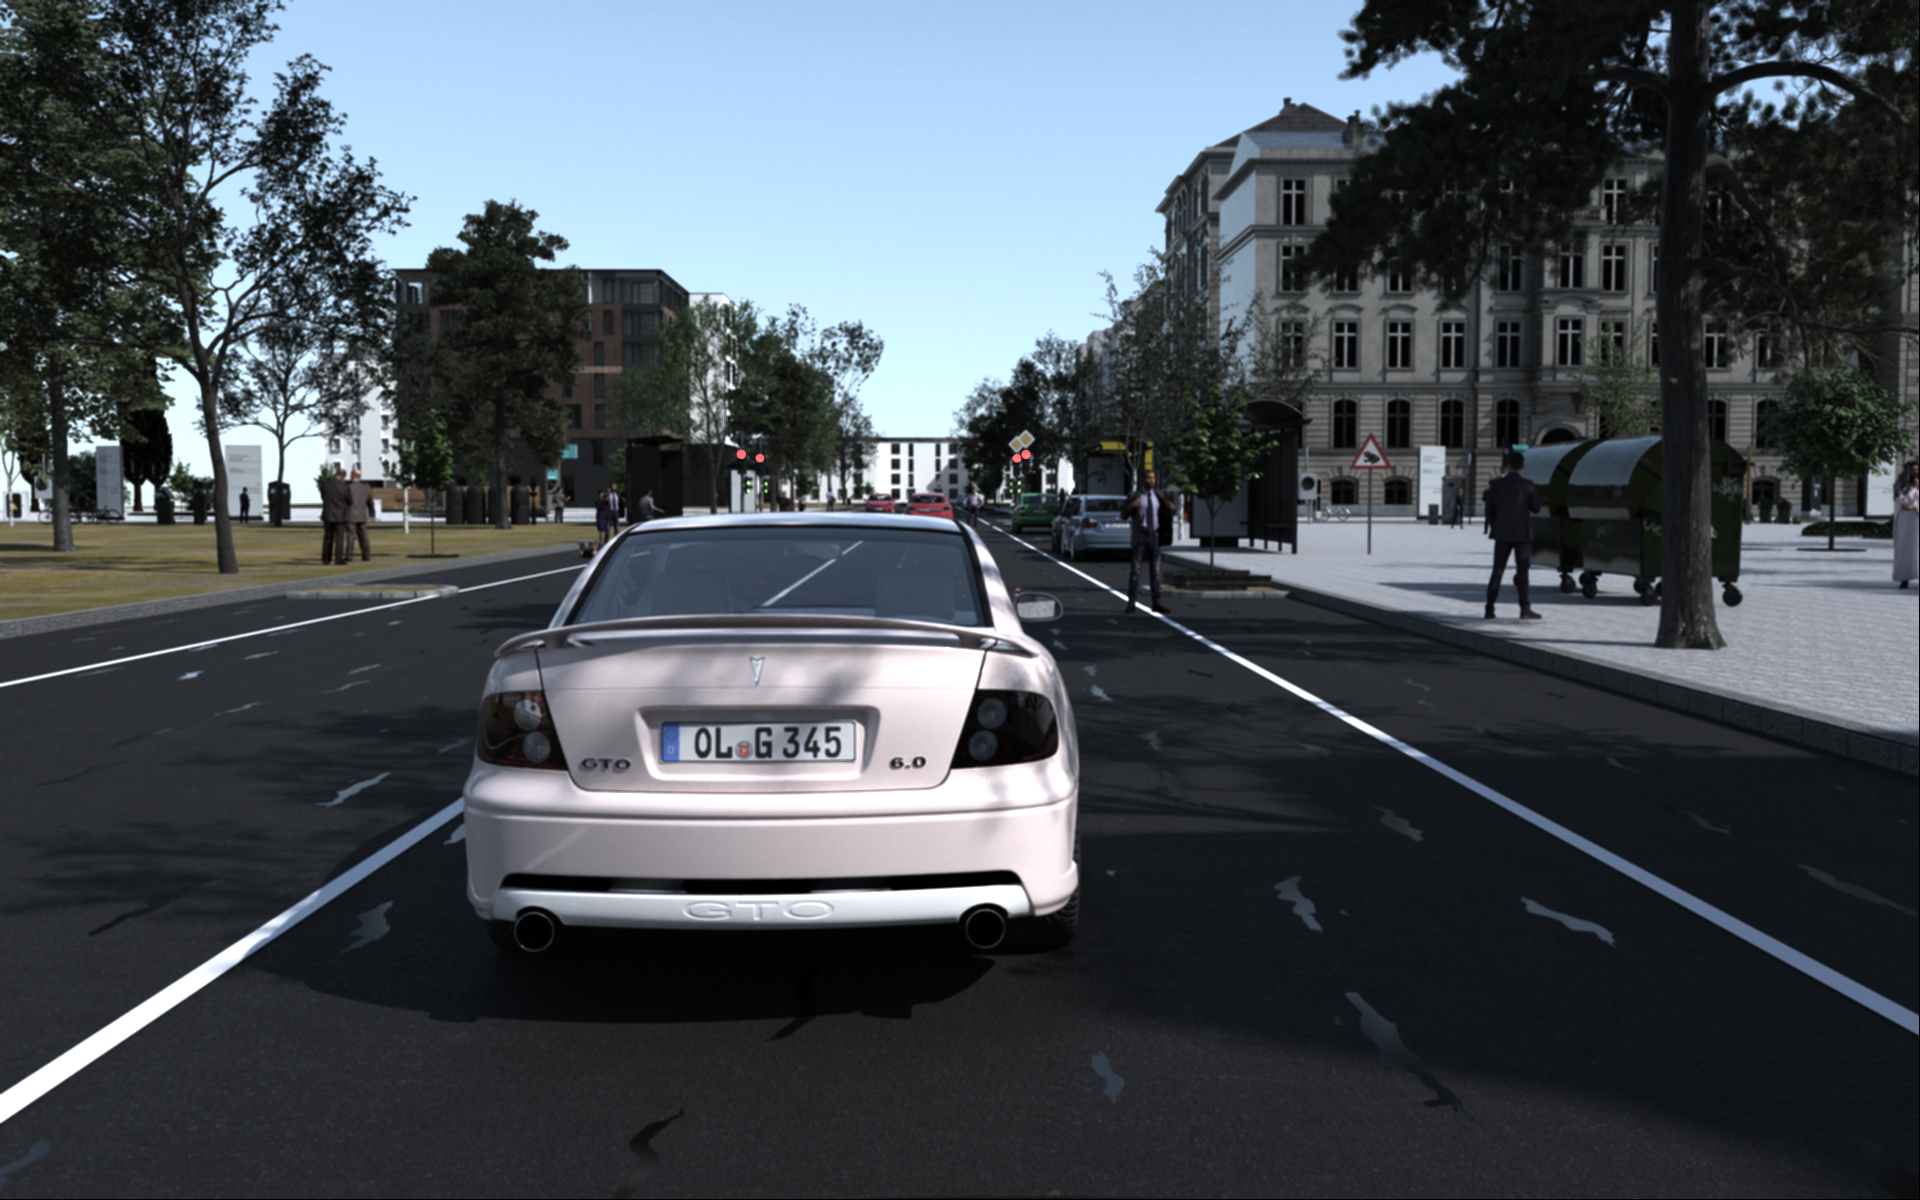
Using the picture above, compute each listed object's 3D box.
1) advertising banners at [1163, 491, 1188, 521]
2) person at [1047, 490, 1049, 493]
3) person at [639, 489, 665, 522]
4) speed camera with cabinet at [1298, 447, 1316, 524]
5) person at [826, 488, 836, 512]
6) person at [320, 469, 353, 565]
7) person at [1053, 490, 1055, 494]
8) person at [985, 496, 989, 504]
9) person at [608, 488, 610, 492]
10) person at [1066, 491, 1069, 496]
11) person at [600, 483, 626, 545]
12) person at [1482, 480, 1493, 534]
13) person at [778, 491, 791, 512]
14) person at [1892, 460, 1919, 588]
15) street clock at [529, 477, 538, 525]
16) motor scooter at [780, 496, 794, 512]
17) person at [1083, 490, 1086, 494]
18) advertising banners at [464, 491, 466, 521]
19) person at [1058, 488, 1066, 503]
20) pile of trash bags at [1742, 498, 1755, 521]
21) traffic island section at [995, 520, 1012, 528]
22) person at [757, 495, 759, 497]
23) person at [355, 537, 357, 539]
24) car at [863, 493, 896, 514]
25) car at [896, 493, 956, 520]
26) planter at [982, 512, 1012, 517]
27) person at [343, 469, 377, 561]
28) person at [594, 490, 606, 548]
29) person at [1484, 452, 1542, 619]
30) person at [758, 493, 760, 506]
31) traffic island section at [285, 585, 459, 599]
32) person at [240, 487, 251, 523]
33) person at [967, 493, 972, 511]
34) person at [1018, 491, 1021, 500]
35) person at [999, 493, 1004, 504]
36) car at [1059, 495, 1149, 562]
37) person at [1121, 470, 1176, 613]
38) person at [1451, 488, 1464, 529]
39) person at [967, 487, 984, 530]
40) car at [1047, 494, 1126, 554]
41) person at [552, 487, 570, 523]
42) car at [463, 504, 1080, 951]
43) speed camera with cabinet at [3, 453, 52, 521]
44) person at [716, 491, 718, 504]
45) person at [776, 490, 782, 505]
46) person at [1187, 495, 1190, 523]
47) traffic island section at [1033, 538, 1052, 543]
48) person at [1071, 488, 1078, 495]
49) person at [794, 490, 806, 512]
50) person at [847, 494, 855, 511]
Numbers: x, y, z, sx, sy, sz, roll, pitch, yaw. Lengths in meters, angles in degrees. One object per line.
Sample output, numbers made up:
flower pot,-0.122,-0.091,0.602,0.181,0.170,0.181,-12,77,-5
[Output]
advertising banners,10.774,-5.334,83.394,2.074,3.025,0.090,1,4,22
person,9.485,-10.971,185.967,0.434,1.755,0.990,-1,4,-9
person,-8.845,-2.368,49.176,0.963,1.587,0.435,2,4,30
speed camera with cabinet,13.908,-4.801,72.835,2.038,3.252,0.660,0,4,1
person,-8.292,-6.311,111.554,0.709,1.838,0.599,-2,4,-34
person,-11.309,-1.510,31.426,0.565,1.739,0.600,-1,4,-22
person,12.649,-13.763,231.210,0.705,1.807,1.348,-1,4,-9
person,3.581,-13.504,227.357,0.617,1.759,0.750,-1,4,-10
person,-28.651,-8.234,141.119,0.568,1.767,0.683,0,4,-4
person,14.557,-13.900,233.755,0.568,1.767,0.683,1,4,18
person,-8.952,-2.168,44.769,0.655,1.722,0.431,-2,4,-31
person,17.076,-2.991,55.654,0.576,1.737,0.504,0,4,1
person,-6.257,-3.131,61.969,0.482,1.546,0.388,-1,4,-15
person,12.898,-1.024,23.454,0.551,1.740,0.621,0,4,-6
street clock,-17.620,-4.096,71.536,0.358,2.002,0.471,-1,4,-11
motor scooter,-9.702,-5.175,97.383,0.815,1.314,1.986,0,4,-2
person,7.829,-6.091,107.835,0.499,1.552,0.429,2,4,26
advertising banners,-24.005,-5.245,81.948,2.074,3.025,0.090,0,4,-3
person,6.084,-5.945,104.709,0.593,1.643,0.415,-1,4,-18
pile of trash bags,36.886,-4.554,84.213,1.912,1.369,3.447,-1,4,-21
traffic island section,2.726,-3.701,82.792,2.009,0.180,2.903,0,4,-1
person,-21.272,-10.537,179.047,1.217,1.736,0.721,-3,5,-43
person,-17.184,-2.442,49.210,0.697,1.427,0.421,-2,4,-31
car,-5.137,-6.259,111.371,2.155,1.783,4.494,0,4,0
car,-1.217,-3.443,65.331,2.155,1.783,4.494,0,4,-3
planter,2.342,-5.279,107.447,1.991,0.319,1.994,0,4,-1
person,-11.585,-1.620,33.083,0.434,1.755,0.990,3,4,36
person,-9.456,-2.155,46.112,0.546,1.535,0.453,2,4,26
person,5.677,-0.661,17.763,0.530,1.710,0.541,-3,5,-43
person,-21.895,-10.938,188.109,0.599,1.433,0.991,-1,4,-17
traffic island section,-8.282,-0.114,24.724,1.991,0.108,1.994,0,4,-1
person,-32.364,-4.238,78.499,0.576,1.737,0.504,1,4,15
person,0.847,-8.325,146.823,0.614,1.554,0.590,-2,4,-34
person,5.121,-8.560,147.961,0.963,1.587,0.435,1,4,11
person,5.404,-13.092,223.362,1.065,1.426,0.557,-1,4,-23
car,3.221,-1.595,38.088,2.014,1.417,4.499,0,4,-1
person,2.263,-0.701,20.790,0.655,1.722,0.431,-1,4,-10
person,18.480,-3.408,64.308,0.480,1.512,0.613,-3,5,-42
person,0.534,-3.628,68.764,0.756,1.711,0.436,3,4,37
car,3.160,-2.014,42.713,2.009,1.686,4.222,0,4,1
person,-18.320,-4.316,79.597,0.617,1.759,0.750,1,4,20
car,-0.589,0.338,6.838,2.083,1.381,4.827,0,4,-2
speed camera with cabinet,-45.176,-5.479,83.920,2.038,3.252,0.660,-1,4,-15
person,-20.405,-8.337,143.822,0.415,1.643,0.593,3,5,43
person,-21.437,-12.225,206.002,1.350,1.814,0.705,-3,5,-40
person,9.922,-4.012,74.110,0.387,1.526,0.523,-1,4,-13
traffic island section,3.198,-1.784,52.040,1.991,0.108,1.994,0,4,-1
person,8.444,-7.353,126.951,0.600,1.739,0.565,2,4,29
person,-8.033,-4.720,87.127,0.566,1.644,0.517,2,4,29
person,-9.177,-8.210,145.927,0.799,1.438,0.628,0,4,7
